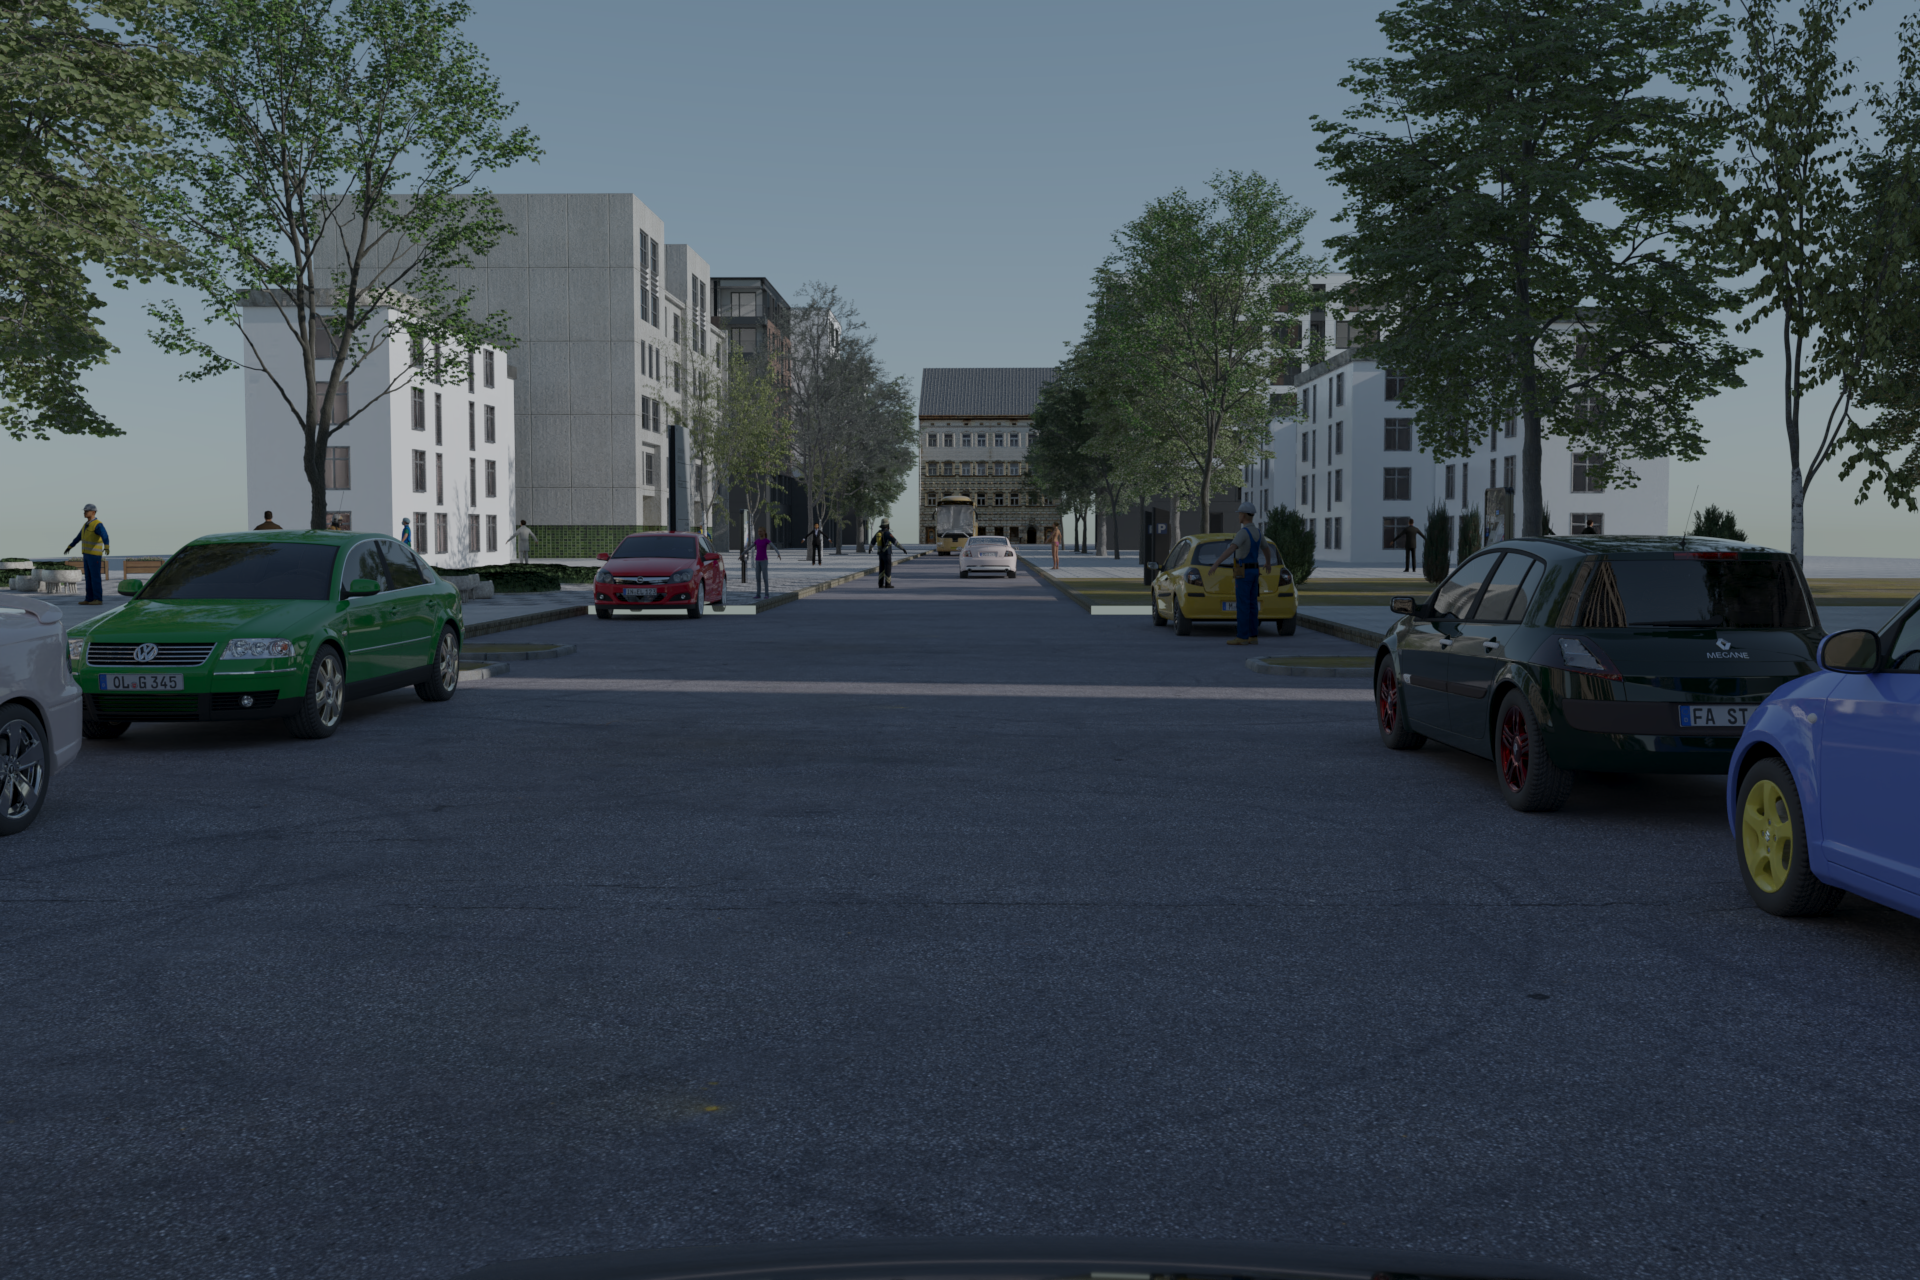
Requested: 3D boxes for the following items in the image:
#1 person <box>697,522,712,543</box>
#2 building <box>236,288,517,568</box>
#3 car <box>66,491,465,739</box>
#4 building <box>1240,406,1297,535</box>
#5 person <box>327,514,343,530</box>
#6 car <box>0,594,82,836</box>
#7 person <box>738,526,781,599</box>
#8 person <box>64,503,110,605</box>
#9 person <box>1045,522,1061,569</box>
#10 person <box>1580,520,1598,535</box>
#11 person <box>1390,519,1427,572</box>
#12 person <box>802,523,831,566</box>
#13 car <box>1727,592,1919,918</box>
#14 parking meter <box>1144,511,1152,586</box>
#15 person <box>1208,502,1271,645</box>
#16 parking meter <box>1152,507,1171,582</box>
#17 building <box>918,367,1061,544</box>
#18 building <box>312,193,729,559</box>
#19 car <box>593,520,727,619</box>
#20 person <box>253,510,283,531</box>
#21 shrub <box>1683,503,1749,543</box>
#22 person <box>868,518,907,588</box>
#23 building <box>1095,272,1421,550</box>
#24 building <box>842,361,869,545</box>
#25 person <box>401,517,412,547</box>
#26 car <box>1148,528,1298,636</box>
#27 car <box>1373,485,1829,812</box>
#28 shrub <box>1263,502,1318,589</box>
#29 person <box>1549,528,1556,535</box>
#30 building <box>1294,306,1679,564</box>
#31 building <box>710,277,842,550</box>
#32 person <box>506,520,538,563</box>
[{"bbox_3d":[-10.443,-3.875,69.823,0.721,1.772,1.216,3,5,40],"label":"person"},{"bbox_3d":[-23.507,-8.028,73.402,9.099,9.664,28.070,0,4,2],"label":"building"},{"bbox_3d":[-5.280,-0.289,13.522,1.959,1.807,4.718,0,4,1],"label":"car"},{"bbox_3d":[24.974,-10.475,113.419,9.099,9.664,28.070,0,4,1],"label":"building"},{"bbox_3d":[-18.019,-2.716,50.178,0.705,1.858,1.354,0,4,-1],"label":"person"},{"bbox_3d":[-5.437,0.332,6.937,2.083,1.381,4.827,0,4,1],"label":"car"},{"bbox_3d":[-3.940,-1.522,34.156,0.991,1.433,0.599,2,4,26],"label":"person"},{"bbox_3d":[-15.733,-1.551,31.331,1.349,1.833,0.705,2,4,33],"label":"person"},{"bbox_3d":[3.396,-3.439,63.030,0.721,1.733,1.217,2,4,29],"label":"person"},{"bbox_3d":[23.009,-3.490,63.242,0.705,1.806,1.347,-1,4,-22],"label":"person"},{"bbox_3d":[15.210,-3.196,58.476,1.346,1.802,0.704,0,4,-5],"label":"person"},{"bbox_3d":[-5.837,-3.899,70.463,1.216,1.740,0.721,0,4,-2],"label":"person"},{"bbox_3d":[3.836,0.257,5.391,1.945,1.707,3.694,0,4,1],"label":"car"},{"bbox_3d":[4.789,-2.290,43.148,0.399,1.863,0.255,0,4,-1],"label":"parking meter"},{"bbox_3d":[3.691,-0.864,22.438,0.705,1.847,1.347,3,5,43],"label":"person"},{"bbox_3d":[4.339,-1.932,37.302,0.399,1.863,0.255,0,4,-1],"label":"parking meter"},{"bbox_3d":[4.190,-24.091,227.265,18.063,23.208,19.493,0,4,2],"label":"building"},{"bbox_3d":[-24.975,-14.655,106.060,16.747,18.905,31.486,0,4,1],"label":"building"},{"bbox_3d":[-5.257,-1.323,30.677,2.155,1.783,4.494,0,4,0],"label":"car"},{"bbox_3d":[-15.502,-2.001,38.849,1.346,1.812,0.704,-2,4,-29],"label":"person"},{"bbox_3d":[17.902,-2.246,41.135,1.690,2.028,1.600,0,3,0],"label":"shrub"},{"bbox_3d":[-1.964,-2.297,45.788,1.354,1.856,0.705,3,5,40],"label":"person"},{"bbox_3d":[25.661,-18.833,151.895,27.936,21.610,32.646,0,4,1],"label":"building"},{"bbox_3d":[-25.635,-21.809,200.544,27.936,21.610,32.646,0,4,1],"label":"building"},{"bbox_3d":[-17.855,-3.036,55.763,0.704,1.817,1.347,-1,4,-12],"label":"person"},{"bbox_3d":[3.867,-0.954,25.824,2.015,1.641,3.980,0,4,-1],"label":"car"},{"bbox_3d":[3.699,-0.033,10.322,2.009,1.686,4.222,0,4,0],"label":"car"},{"bbox_3d":[7.451,-2.175,39.976,1.690,2.028,1.600,0,3,0],"label":"shrub"},{"bbox_3d":[18.487,-2.994,54.883,1.347,1.837,0.705,3,5,41],"label":"person"},{"bbox_3d":[22.090,-8.313,78.060,9.099,9.664,28.070,0,4,1],"label":"building"},{"bbox_3d":[-25.768,-18.979,154.281,27.936,21.610,32.646,0,4,1],"label":"building"},{"bbox_3d":[-16.062,-3.515,63.656,0.705,1.806,1.347,3,5,44],"label":"person"}]
